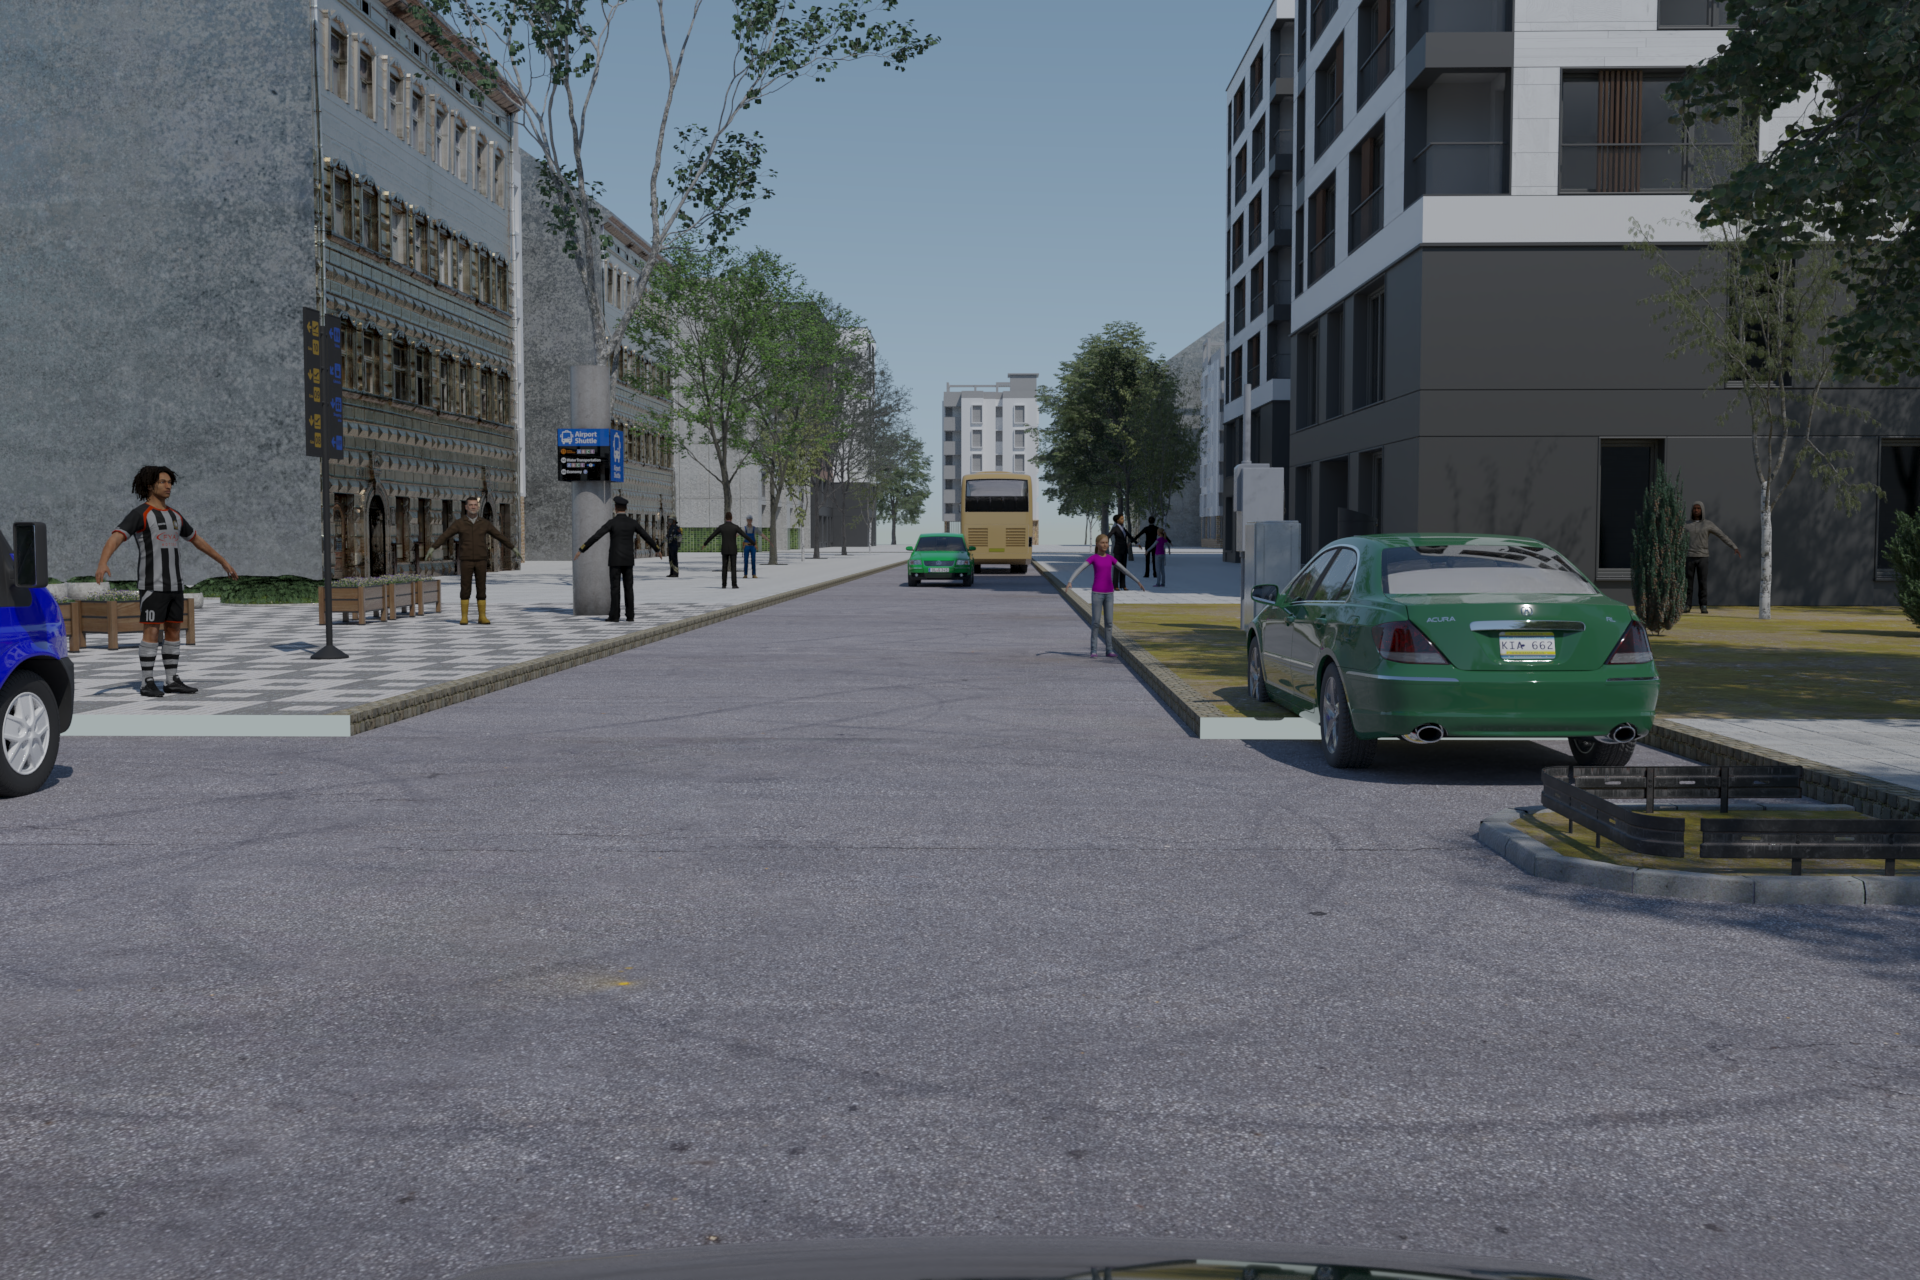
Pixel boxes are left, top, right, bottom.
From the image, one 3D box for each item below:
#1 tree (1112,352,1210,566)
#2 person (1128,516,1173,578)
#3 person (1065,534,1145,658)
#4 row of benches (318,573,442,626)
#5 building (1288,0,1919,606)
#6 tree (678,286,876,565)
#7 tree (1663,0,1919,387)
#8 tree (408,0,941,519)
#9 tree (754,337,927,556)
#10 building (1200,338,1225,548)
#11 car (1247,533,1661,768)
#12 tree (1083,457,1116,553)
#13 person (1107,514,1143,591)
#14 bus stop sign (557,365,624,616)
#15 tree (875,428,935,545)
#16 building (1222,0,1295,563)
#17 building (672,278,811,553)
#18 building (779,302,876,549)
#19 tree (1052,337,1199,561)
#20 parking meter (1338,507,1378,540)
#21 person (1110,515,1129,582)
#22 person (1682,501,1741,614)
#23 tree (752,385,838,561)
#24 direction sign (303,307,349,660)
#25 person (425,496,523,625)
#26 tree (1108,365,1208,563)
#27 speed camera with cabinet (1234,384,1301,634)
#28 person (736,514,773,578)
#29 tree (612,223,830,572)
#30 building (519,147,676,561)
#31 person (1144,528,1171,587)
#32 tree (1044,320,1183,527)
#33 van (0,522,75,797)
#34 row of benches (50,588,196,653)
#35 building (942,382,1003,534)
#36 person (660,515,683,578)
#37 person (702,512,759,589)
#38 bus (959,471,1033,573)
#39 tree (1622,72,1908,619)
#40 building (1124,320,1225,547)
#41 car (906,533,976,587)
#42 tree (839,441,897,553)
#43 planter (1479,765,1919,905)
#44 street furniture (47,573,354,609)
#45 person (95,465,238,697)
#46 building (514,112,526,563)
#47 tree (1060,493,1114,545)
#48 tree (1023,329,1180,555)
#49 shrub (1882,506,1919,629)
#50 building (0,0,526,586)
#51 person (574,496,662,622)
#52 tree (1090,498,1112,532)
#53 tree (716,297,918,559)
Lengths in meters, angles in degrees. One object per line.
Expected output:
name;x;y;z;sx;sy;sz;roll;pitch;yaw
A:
tree;8.314;-7.325;70.122;4.360;8.622;3.978;0;3;0
person;5.615;-2.737;50.932;1.347;1.806;0.705;0;4;-7
person;1.668;-0.507;20.012;0.991;1.433;0.599;-1;4;-19
row of benches;-8.705;-0.651;26.101;1.422;0.672;4.104;0;4;-1
building;22.474;-12.364;46.125;27.936;21.610;32.646;0;4;1
tree;-7.585;-8.918;71.568;9.928;11.665;9.643;0;3;0
tree;9.030;-6.405;11.382;9.857;13.997;8.962;0;3;0
tree;-7.197;-11.249;39.809;12.611;20.169;13.585;0;3;0
tree;-7.080;-11.805;103.386;12.009;13.543;11.850;0;3;0
building;28.482;-19.036;167.650;16.016;20.090;11.380;0;4;1
car;3.180;-0.013;12.016;2.131;1.459;4.920;0;3;0
tree;8.997;-10.248;117.922;4.737;8.622;4.395;0;3;0
person;3.664;-1.973;38.984;1.216;1.740;0.721;-3;5;-43
bus stop sign;-5.817;-2.344;27.333;0.837;3.901;0.837;0;4;3
tree;-7.776;-18.289;205.682;9.857;13.997;8.962;0;3;0
building;26.190;-14.561;82.052;27.936;21.610;32.646;0;4;1
building;-21.899;-16.458;135.539;16.747;18.905;31.486;0;4;2
building;-23.094;-19.879;169.004;27.936;21.610;32.646;0;4;1
tree;7.831;-9.052;82.412;7.601;10.594;8.767;1;4;10
parking meter;3.791;-0.498;16.546;0.372;1.533;0.369;0;3;0
person;4.208;-2.441;46.104;0.705;1.806;1.347;-1;4;-10
person;11.905;-1.338;28.008;1.348;1.813;0.705;2;4;30
tree;-7.596;-7.985;80.913;4.737;8.622;4.395;0;3;0
direction sign;-6.501;-1.576;17.759;0.379;3.537;0.876;0;4;2
person;-6.894;-1.126;24.540;1.346;1.812;0.704;-2;4;-25
tree;8.649;-7.646;75.378;4.737;8.622;4.395;0;3;0
speed camera with cabinet;3.949;-1.707;22.252;0.660;3.252;2.038;0;4;2
person;-6.079;-2.706;50.099;1.347;1.847;0.705;-1;4;-12
tree;-8.000;-8.135;58.760;9.928;11.665;9.643;0;3;0
building;-25.910;-15.902;90.919;19.493;23.208;18.063;0;4;1
person;4.817;-2.007;42.075;0.599;1.433;0.991;3;5;44
tree;8.216;-10.677;92.693;7.486;12.596;7.792;0;3;0
van;-6.065;-0.205;7.729;2.240;2.365;5.245;0;4;2
row of benches;-10.067;-0.173;18.286;1.422;0.672;4.104;2;4;29
building;-1.799;-21.396;208.702;11.380;20.090;16.016;1;4;8
person;-8.494;-2.776;51.159;0.705;1.856;1.354;-2;4;-33
person;-5.411;-2.106;40.653;1.346;1.802;0.704;0;4;3
bus;1.344;-4.602;66.789;2.896;3.916;12.252;0;4;0
tree;12.267;-4.629;26.053;4.360;8.622;3.978;0;3;0
building;27.456;-21.534;183.005;19.493;23.208;18.063;0;4;1
car;-0.514;-2.434;48.599;1.959;1.807;4.718;0;4;1
tree;-5.963;-10.063;114.889;4.360;8.622;3.978;0;3;0
planter;3.409;0.823;7.689;1.991;0.319;1.994;0;4;2
street furniture;-14.650;-0.949;31.143;5.734;0.657;10.072;2;4;24
person;-6.332;-0.466;13.755;0.704;1.843;1.345;1;4;23
building;-24.586;-12.674;63.638;16.016;20.090;11.380;0;4;2
tree;15.553;-16.831;209.592;7.601;10.594;8.767;0;4;6
tree;8.862;-12.246;106.877;9.857;13.997;8.962;0;3;0
shrub;12.431;-1.049;21.568;1.690;2.028;1.600;0;3;0
building;-24.896;-13.493;51.541;19.493;23.208;18.063;0;4;1
person;-4.958;-1.184;25.299;1.347;1.837;0.705;-2;4;-31
tree;16.839;-15.455;203.051;4.360;8.622;3.978;0;3;0
tree;-7.258;-10.922;88.944;12.009;13.543;11.850;0;3;0
